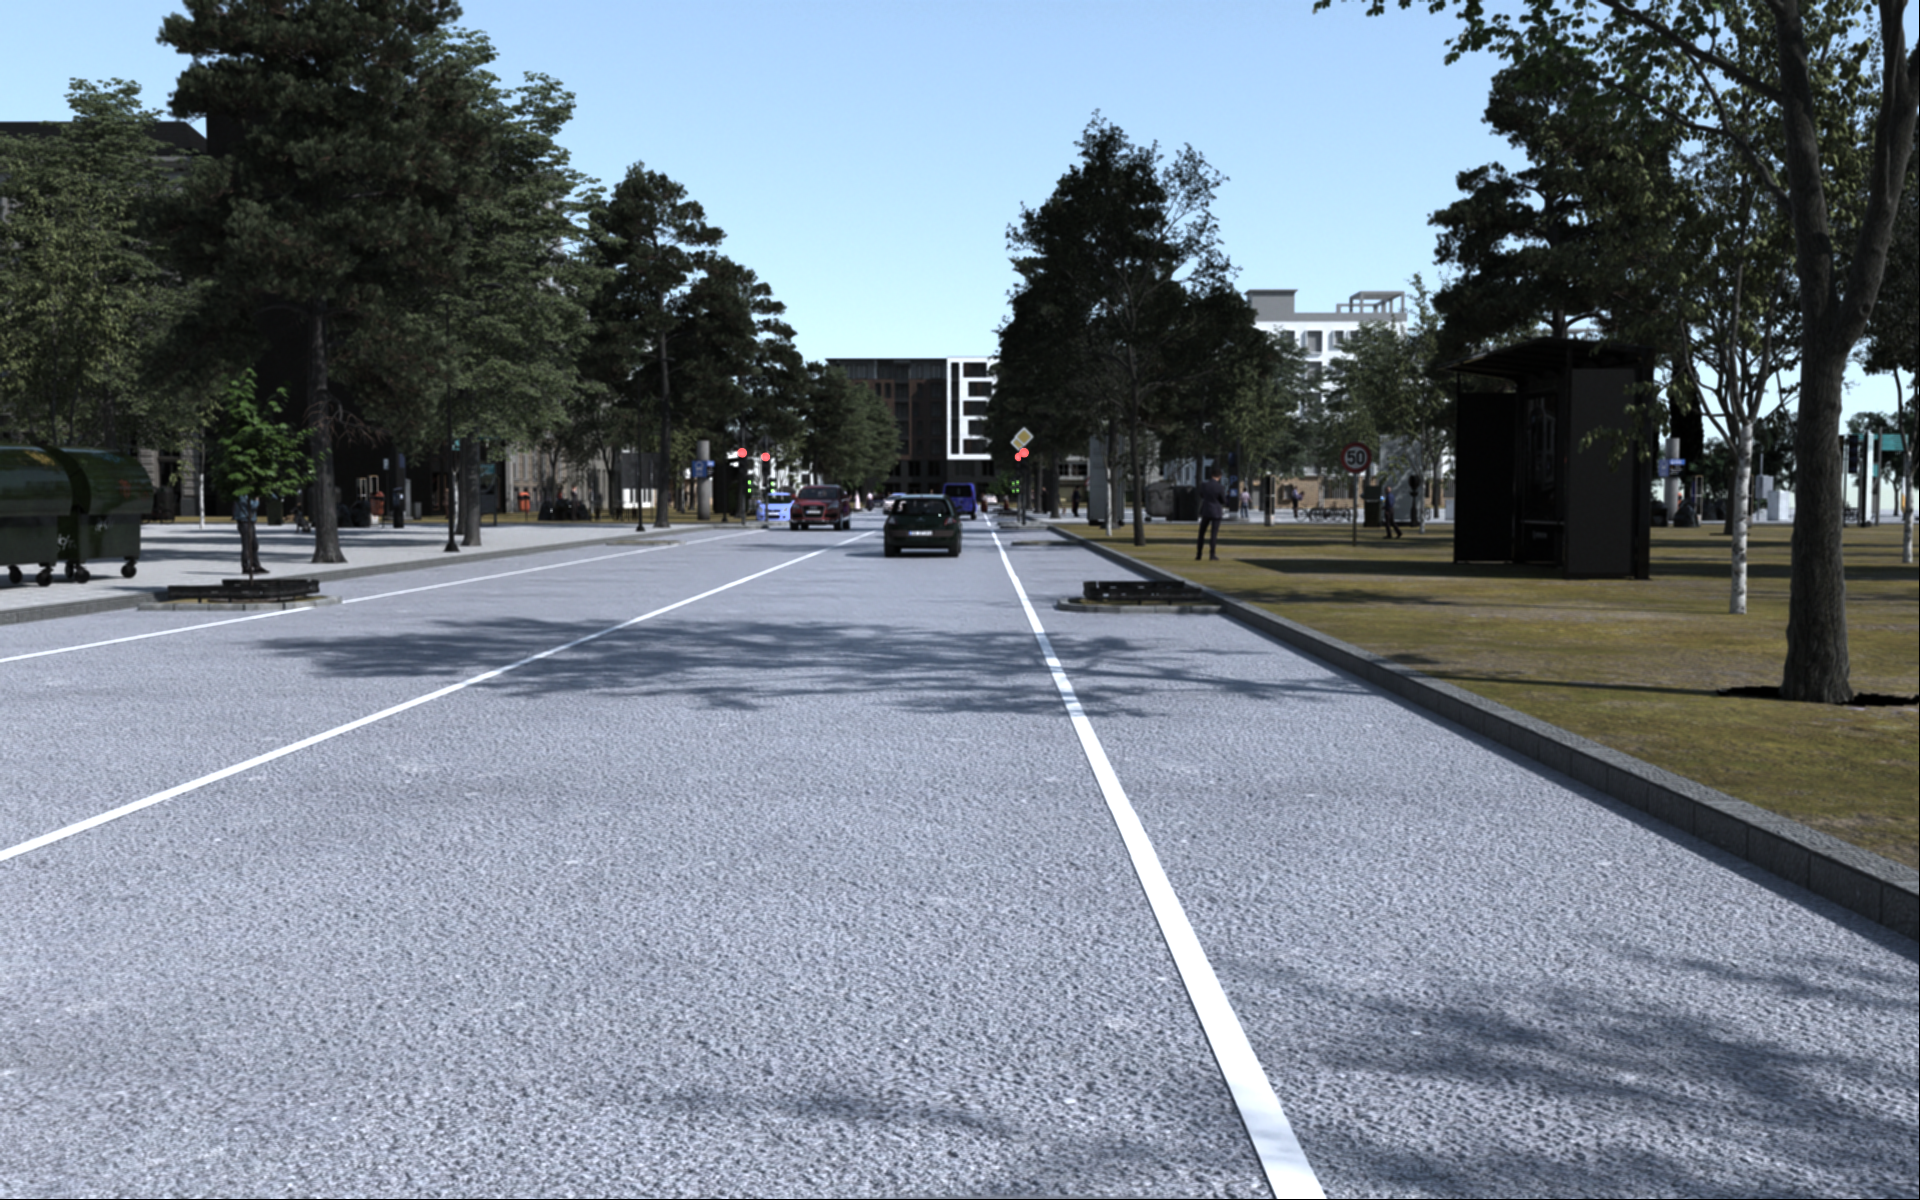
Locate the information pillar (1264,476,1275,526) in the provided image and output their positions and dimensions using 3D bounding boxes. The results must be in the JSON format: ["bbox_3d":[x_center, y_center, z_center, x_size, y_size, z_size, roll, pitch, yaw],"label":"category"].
[{"bbox_3d":[12.318,-3.937,68.865,0.304,2.012,0.304,3,5,44],"label":"information pillar"}]

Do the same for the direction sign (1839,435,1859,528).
[{"bbox_3d":[33.881,-4.543,66.283,0.379,3.537,0.876,-3,4,-37],"label":"direction sign"}]

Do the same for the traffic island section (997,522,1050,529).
[{"bbox_3d":[2.659,-3.019,71.641,2.009,0.180,2.903,0,4,0],"label":"traffic island section"}]

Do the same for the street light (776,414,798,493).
[{"bbox_3d":[-10.103,-7.824,100.458,1.470,5.913,1.316,0,4,0],"label":"street light"}]

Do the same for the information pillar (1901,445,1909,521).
[{"bbox_3d":[45.371,-5.614,83.143,0.504,3.616,0.183,-3,4,-36],"label":"information pillar"}]

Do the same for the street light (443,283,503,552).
[{"bbox_3d":[-10.748,-4.020,38.275,1.470,5.913,1.316,0,4,0],"label":"street light"}]

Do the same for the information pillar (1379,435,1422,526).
[{"bbox_3d":[17.502,-4.746,68.921,1.656,3.620,0.184,0,4,2],"label":"information pillar"}]

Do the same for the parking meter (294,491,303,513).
[{"bbox_3d":[-32.634,-4.878,85.465,0.255,1.863,0.399,3,5,41],"label":"parking meter"}]

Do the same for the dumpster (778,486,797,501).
[{"bbox_3d":[-12.256,-7.149,122.645,1.264,1.857,1.865,0,4,1],"label":"dumpster"}]

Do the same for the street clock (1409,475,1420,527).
[{"bbox_3d":[17.436,-3.788,66.509,0.358,2.002,0.471,-1,4,-15],"label":"street clock"}]

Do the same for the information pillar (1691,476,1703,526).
[{"bbox_3d":[29.446,-3.960,69.235,0.304,2.012,0.304,-1,4,-11],"label":"information pillar"}]

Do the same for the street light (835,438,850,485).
[{"bbox_3d":[-9.767,-10.436,143.161,1.470,5.913,1.316,0,4,0],"label":"street light"}]

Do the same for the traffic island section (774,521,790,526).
[{"bbox_3d":[-8.912,-3.514,79.732,2.009,0.180,2.903,0,4,0],"label":"traffic island section"}]

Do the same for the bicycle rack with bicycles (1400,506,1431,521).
[{"bbox_3d":[21.854,-4.361,84.682,2.925,0.926,2.852,-2,4,-25],"label":"bicycle rack with bicycles"}]

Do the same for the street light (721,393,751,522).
[{"bbox_3d":[-10.280,-6.542,79.500,1.470,5.913,1.316,0,4,0],"label":"street light"}]

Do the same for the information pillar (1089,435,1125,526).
[{"bbox_3d":[5.876,-4.774,69.372,1.656,3.620,0.184,3,5,42],"label":"information pillar"}]

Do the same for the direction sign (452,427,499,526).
[{"bbox_3d":[-18.682,-4.877,68.493,1.411,3.948,2.525,2,4,35],"label":"direction sign"}]

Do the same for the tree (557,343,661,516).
[{"bbox_3d":[-20.803,-10.810,102.496,9.928,11.665,9.643,0,3,0],"label":"tree"}]

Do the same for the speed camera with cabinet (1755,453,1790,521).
[{"bbox_3d":[39.072,-5.441,83.290,0.660,3.252,2.038,0,4,-6],"label":"speed camera with cabinet"}]

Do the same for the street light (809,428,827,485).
[{"bbox_3d":[-10.024,-9.122,121.683,1.470,5.913,1.316,0,4,0],"label":"street light"}]

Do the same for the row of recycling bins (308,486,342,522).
[{"bbox_3d":[-29.656,-4.506,80.784,1.069,1.692,3.534,0,4,-7],"label":"row of recycling bins"}]

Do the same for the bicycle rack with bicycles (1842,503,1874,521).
[{"bbox_3d":[42.037,-4.237,82.657,2.925,0.926,2.852,3,5,41],"label":"bicycle rack with bicycles"}]

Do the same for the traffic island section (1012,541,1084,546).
[{"bbox_3d":[2.464,-1.597,48.984,1.991,0.108,1.994,0,4,0],"label":"traffic island section"}]

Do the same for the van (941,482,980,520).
[{"bbox_3d":[-0.026,-5.779,98.878,2.240,2.365,5.245,0,4,2],"label":"van"}]

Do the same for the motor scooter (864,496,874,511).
[{"bbox_3d":[-7.758,-8.261,147.841,0.815,1.314,1.986,0,4,0],"label":"motor scooter"}]

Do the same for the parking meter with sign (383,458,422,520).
[{"bbox_3d":[-27.452,-5.450,85.363,0.543,3.016,1.738,3,5,44],"label":"parking meter with sign"}]

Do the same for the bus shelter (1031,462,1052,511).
[{"bbox_3d":[6.093,-8.329,127.460,1.731,3.624,6.357,0,4,1],"label":"bus shelter"}]

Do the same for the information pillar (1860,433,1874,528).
[{"bbox_3d":[35.009,-4.619,66.830,0.184,3.620,1.656,2,4,35],"label":"information pillar"}]

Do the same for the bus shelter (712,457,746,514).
[{"bbox_3d":[-14.962,-7.493,113.794,1.731,3.624,6.357,0,4,0],"label":"bus shelter"}]

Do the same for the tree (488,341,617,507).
[{"bbox_3d":[-21.402,-9.525,90.144,8.767,10.594,7.601,1,4,13],"label":"tree"}]

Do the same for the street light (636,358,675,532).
[{"bbox_3d":[-10.422,-5.302,59.231,1.470,5.913,1.316,0,4,0],"label":"street light"}]

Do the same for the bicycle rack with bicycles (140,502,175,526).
[{"bbox_3d":[-34.410,-3.559,71.577,2.925,0.926,2.852,0,4,1],"label":"bicycle rack with bicycles"}]

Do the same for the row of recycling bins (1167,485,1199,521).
[{"bbox_3d":[10.587,-4.634,82.876,1.069,1.692,3.534,0,4,-6],"label":"row of recycling bins"}]

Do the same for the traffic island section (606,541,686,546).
[{"bbox_3d":[-8.853,-1.609,49.166,1.991,0.108,1.994,0,4,0],"label":"traffic island section"}]

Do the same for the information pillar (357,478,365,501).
[{"bbox_3d":[-27.750,-4.639,80.337,0.304,2.012,0.304,2,4,33],"label":"information pillar"}]

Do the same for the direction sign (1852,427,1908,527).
[{"bbox_3d":[36.268,-4.915,69.117,2.525,3.948,1.411,-1,4,-11],"label":"direction sign"}]

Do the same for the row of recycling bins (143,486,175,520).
[{"bbox_3d":[-40.293,-4.789,85.413,3.534,1.692,1.069,1,4,16],"label":"row of recycling bins"}]

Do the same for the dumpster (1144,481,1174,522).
[{"bbox_3d":[9.202,-4.542,80.024,1.264,1.857,1.865,0,4,0],"label":"dumpster"}]

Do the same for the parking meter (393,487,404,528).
[{"bbox_3d":[-21.296,-3.501,65.651,0.372,1.533,0.369,0,3,0],"label":"parking meter"}]

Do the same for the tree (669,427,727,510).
[{"bbox_3d":[-24.262,-13.788,147.490,6.751,12.117,7.091,0,3,0],"label":"tree"}]

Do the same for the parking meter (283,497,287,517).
[{"bbox_3d":[-33.615,-4.743,85.964,0.372,1.533,0.369,0,3,0],"label":"parking meter"}]

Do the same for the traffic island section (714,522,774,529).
[{"bbox_3d":[-8.982,-3.026,71.748,2.009,0.180,2.903,0,4,0],"label":"traffic island section"}]

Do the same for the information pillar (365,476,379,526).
[{"bbox_3d":[-23.502,-3.968,69.375,0.304,2.012,0.304,-3,4,-38],"label":"information pillar"}]

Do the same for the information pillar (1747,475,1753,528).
[{"bbox_3d":[29.918,-3.748,65.778,0.304,2.012,0.304,1,4,15],"label":"information pillar"}]

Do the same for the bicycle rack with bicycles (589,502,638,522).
[{"bbox_3d":[-16.418,-4.182,81.766,2.852,0.926,2.925,-1,4,-13],"label":"bicycle rack with bicycles"}]

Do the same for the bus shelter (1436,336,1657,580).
[{"bbox_3d":[9.574,-2.297,28.843,1.731,3.624,6.357,0,4,1],"label":"bus shelter"}]

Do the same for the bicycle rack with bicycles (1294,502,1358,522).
[{"bbox_3d":[17.083,-4.123,80.796,2.925,0.926,2.852,1,4,12],"label":"bicycle rack with bicycles"}]
